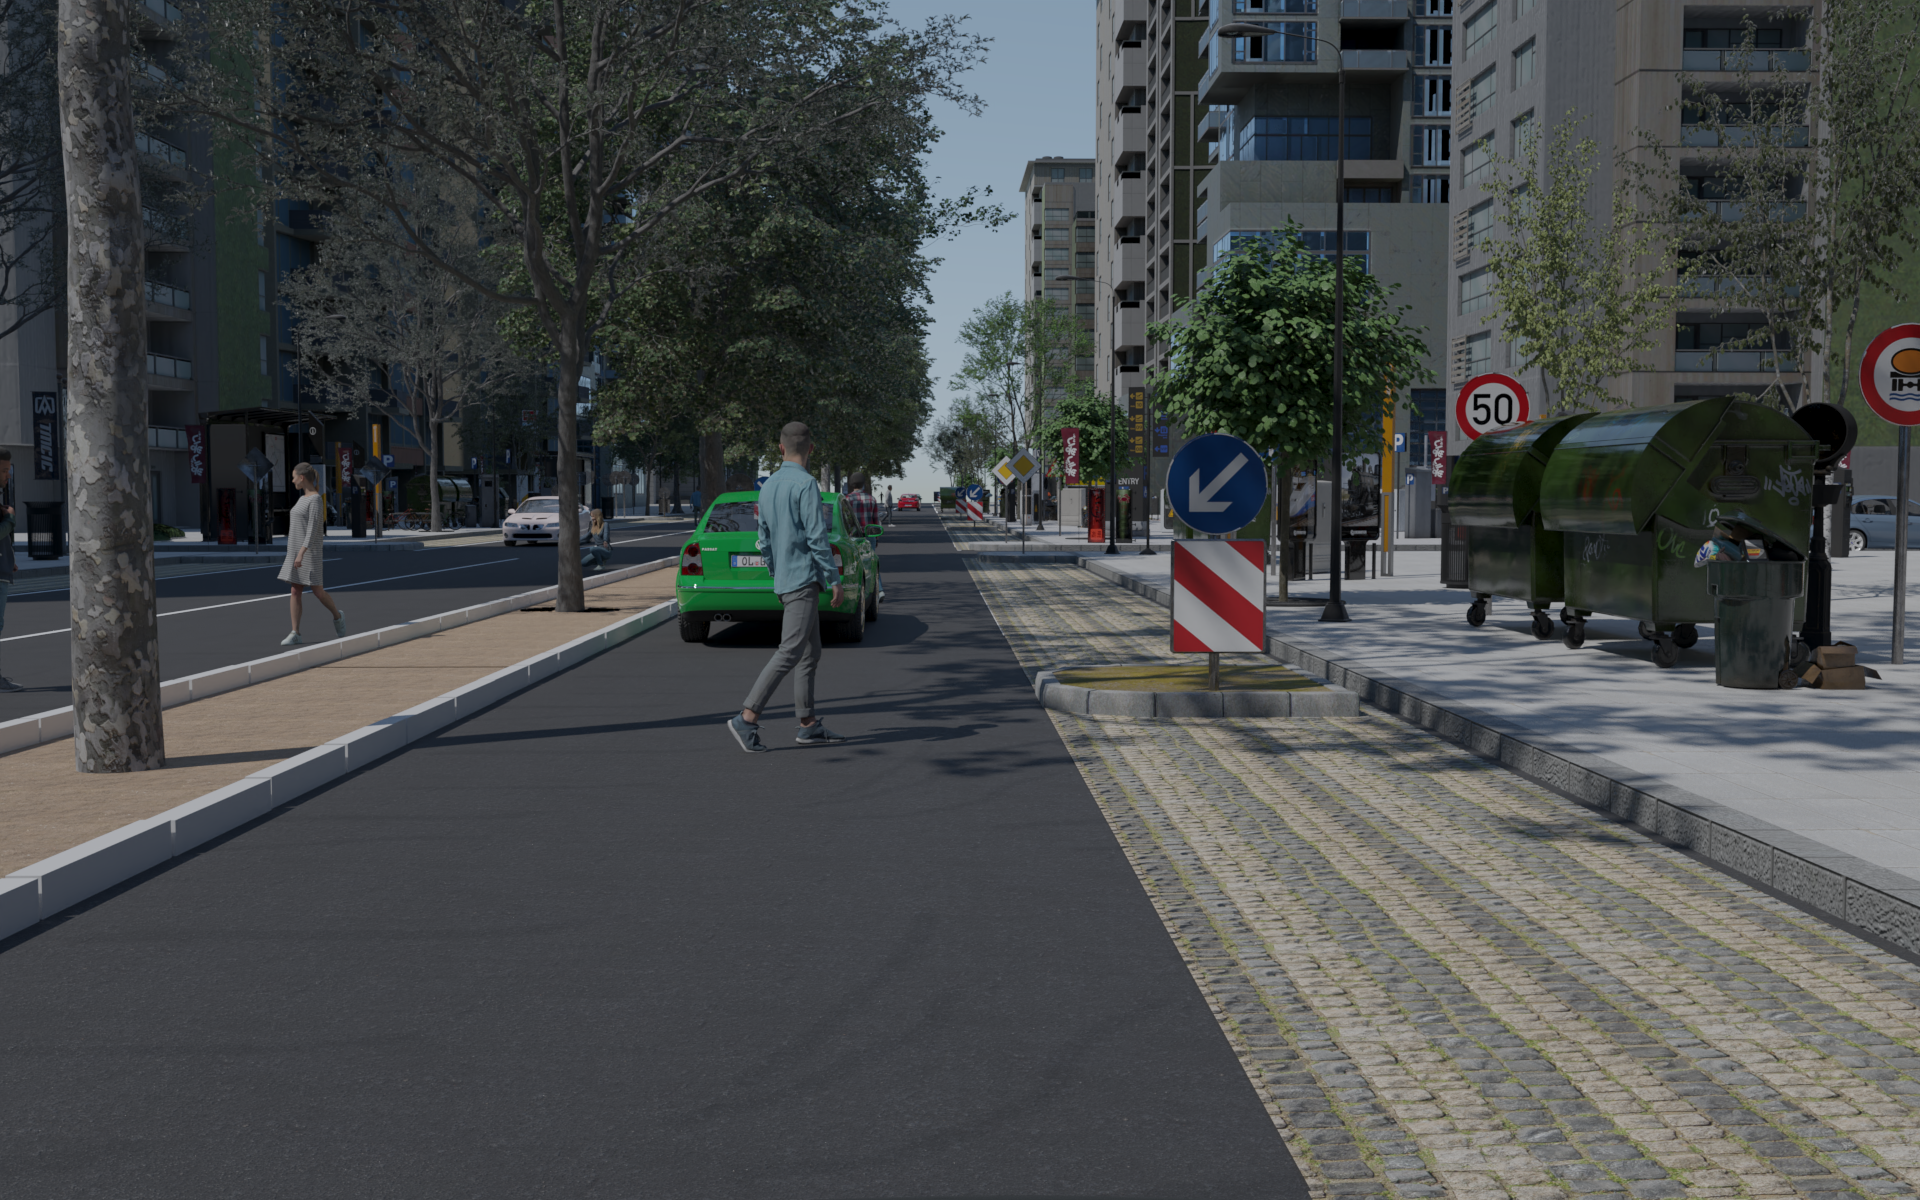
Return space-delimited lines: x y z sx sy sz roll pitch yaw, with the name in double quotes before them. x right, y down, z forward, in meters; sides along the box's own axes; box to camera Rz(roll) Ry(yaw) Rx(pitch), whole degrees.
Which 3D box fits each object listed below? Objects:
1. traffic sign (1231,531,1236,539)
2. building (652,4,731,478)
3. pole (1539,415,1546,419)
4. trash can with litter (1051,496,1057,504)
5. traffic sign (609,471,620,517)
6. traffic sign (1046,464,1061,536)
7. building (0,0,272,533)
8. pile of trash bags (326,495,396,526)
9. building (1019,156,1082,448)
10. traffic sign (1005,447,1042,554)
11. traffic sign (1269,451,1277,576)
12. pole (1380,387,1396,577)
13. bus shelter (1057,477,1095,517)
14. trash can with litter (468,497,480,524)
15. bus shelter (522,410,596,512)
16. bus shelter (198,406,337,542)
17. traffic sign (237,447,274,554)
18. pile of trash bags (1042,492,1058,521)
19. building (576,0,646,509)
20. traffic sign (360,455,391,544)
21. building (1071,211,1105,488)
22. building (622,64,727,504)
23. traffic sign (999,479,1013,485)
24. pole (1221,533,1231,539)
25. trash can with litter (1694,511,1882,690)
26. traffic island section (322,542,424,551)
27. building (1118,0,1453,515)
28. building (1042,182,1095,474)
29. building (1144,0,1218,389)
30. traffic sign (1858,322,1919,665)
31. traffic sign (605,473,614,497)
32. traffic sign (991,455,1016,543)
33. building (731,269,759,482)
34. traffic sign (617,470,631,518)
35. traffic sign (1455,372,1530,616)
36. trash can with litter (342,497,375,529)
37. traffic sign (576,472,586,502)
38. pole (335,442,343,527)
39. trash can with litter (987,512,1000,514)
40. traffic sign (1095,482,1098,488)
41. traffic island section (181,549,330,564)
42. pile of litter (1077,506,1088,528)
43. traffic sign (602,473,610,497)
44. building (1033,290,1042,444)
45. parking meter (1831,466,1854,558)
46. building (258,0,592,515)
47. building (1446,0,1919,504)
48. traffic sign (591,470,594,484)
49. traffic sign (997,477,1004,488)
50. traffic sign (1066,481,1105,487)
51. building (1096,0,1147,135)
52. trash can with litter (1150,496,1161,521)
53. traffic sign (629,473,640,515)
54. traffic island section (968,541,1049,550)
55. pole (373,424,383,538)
"traffic sign" 4.329 -1.667 27.366 0.768 2.556 0.104 0 4 7
"building" -42.037 -49.737 251.448 20.563 71.187 20.611 0 4 -1
"pole" 14.955 -3.099 44.512 0.158 3.312 0.155 0 3 0
"trash can with litter" 4.852 -5.150 95.583 1.055 1.170 0.624 0 4 -5
"traffic sign" -18.858 -5.803 94.985 0.768 2.556 0.104 0 4 7
"traffic sign" 3.044 -3.220 52.649 0.884 2.594 0.081 0 4 5
"building" -34.251 -23.081 60.975 14.154 41.232 14.086 0 4 -1
"pile of trash bags" -24.167 -3.630 69.110 3.447 1.369 1.912 0 4 7
"building" 24.046 -41.387 265.919 28.713 52.752 27.495 0 4 -1
"traffic sign" 1.361 -2.049 37.148 0.795 2.450 0.064 0 4 -1
"traffic sign" 4.929 -1.655 27.168 0.768 2.556 0.104 0 4 1
"pole" 6.644 -2.019 26.854 0.158 3.312 0.155 0 3 0
"bus shelter" 5.260 -6.024 76.127 2.179 5.291 8.768 0 4 -1
"trash can with litter" -20.969 -3.899 75.142 0.624 1.170 1.055 0 4 -6
"bus shelter" -19.824 -6.582 85.246 2.179 5.291 8.768 0 4 -1
"bus shelter" -19.677 -3.563 49.530 1.731 3.624 6.357 0 4 -1
"traffic sign" -14.980 -2.031 36.852 0.795 2.450 0.064 0 4 -1
"pile of trash bags" 4.709 -4.579 84.623 1.912 1.369 3.447 -1 4 -20
"building" -41.537 -51.963 162.265 22.319 86.520 31.000 0 4 -1
"traffic sign" -15.136 -2.519 44.835 0.795 2.450 0.064 0 4 -1
"building" 18.345 -24.889 178.630 14.160 30.474 14.107 0 4 -1
"building" -42.866 -41.924 227.448 21.231 58.520 28.212 0 4 -1
"traffic sign" 2.525 -5.778 94.576 0.768 2.556 0.104 0 4 7
"pole" 4.675 -2.228 30.278 0.158 3.312 0.155 0 3 0
"trash can with litter" 5.512 -0.010 11.547 1.055 1.170 0.624 0 4 0
"traffic island section" -15.159 -1.383 44.896 2.009 0.180 2.903 0 4 -1
"building" 22.071 -48.068 98.582 22.319 86.520 31.000 0 4 -1
"building" 17.718 -33.383 229.410 14.154 41.232 14.086 0 4 -1
"building" 23.503 -42.437 132.102 20.563 71.187 20.611 0 4 -1
"traffic sign" 7.063 -0.787 12.974 0.768 2.556 0.104 0 4 0
"traffic sign" -21.388 -6.496 106.316 0.768 2.556 0.104 0 4 2
"traffic sign" 1.206 -2.538 45.131 0.795 2.450 0.064 0 4 -1
"building" -39.145 -35.876 270.161 14.154 41.232 14.086 0 4 -1
"traffic sign" -18.105 -5.705 93.386 0.768 2.556 0.104 0 4 2
"traffic sign" 5.585 -1.109 18.244 0.768 2.556 0.104 1 4 8
"trash can with litter" -22.047 -3.185 63.465 1.055 1.170 0.624 -3 5 -44
"traffic sign" -17.543 -4.759 79.936 0.606 2.300 0.079 0 4 2
"pole" -24.318 -4.525 67.820 0.158 3.312 0.155 0 3 0
"trash can with litter" 2.443 -6.048 109.942 2.233 1.210 1.678 0 4 1
"traffic sign" 4.283 -3.324 54.455 0.768 2.556 0.104 1 4 8
"traffic island section" -15.004 -0.895 36.913 2.009 0.180 2.903 0 4 -1
"pile of litter" 5.049 -3.172 65.834 1.176 0.858 1.719 0 4 4
"traffic sign" -21.671 -6.515 106.631 0.768 2.556 0.104 0 4 2
"building" 17.245 -28.961 245.210 14.160 30.474 14.107 0 4 -1
"parking meter" 17.726 -1.785 34.903 0.255 1.863 0.399 -2 4 -31
"building" -41.123 -29.299 133.664 22.147 44.769 28.867 0 4 -1
"building" 27.175 -23.281 64.232 14.086 41.232 14.154 0 4 -1
"traffic sign" -19.563 -5.581 91.349 0.768 2.556 0.104 0 4 4
"traffic sign" 2.391 -5.793 94.820 0.768 2.556 0.104 0 4 0
"traffic sign" 4.664 -3.907 57.759 2.265 3.308 0.079 0 4 8
"building" 26.865 -34.710 156.742 28.713 52.752 27.495 0 4 -1
"trash can with litter" 9.562 -4.439 83.636 1.678 1.210 2.233 -2 4 -30
"traffic sign" -20.076 -6.507 106.495 0.768 2.556 0.104 0 4 2
"traffic island section" 1.229 -1.402 45.209 2.009 0.180 2.903 0 4 -1
"pole" -17.082 -3.483 50.796 0.158 3.312 0.155 0 3 0
